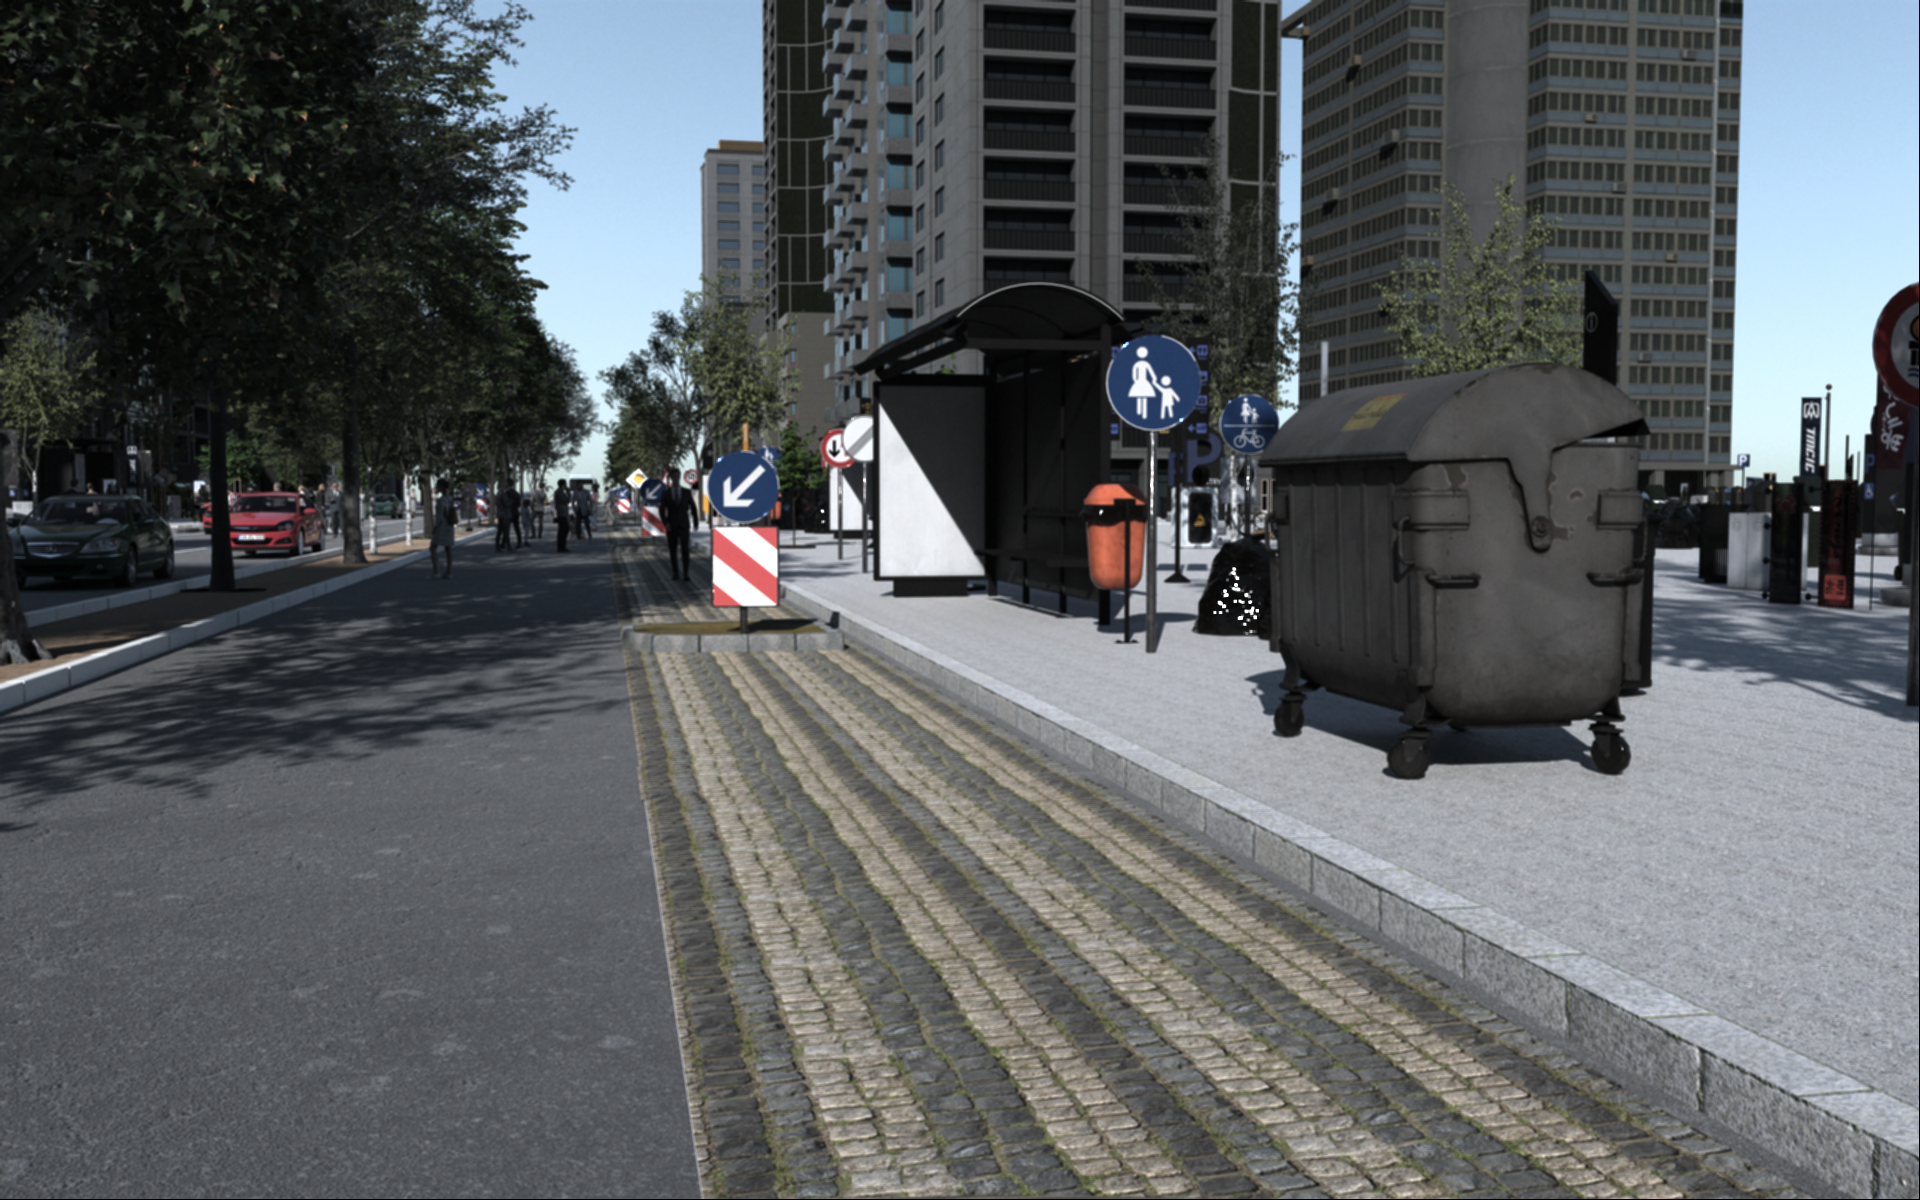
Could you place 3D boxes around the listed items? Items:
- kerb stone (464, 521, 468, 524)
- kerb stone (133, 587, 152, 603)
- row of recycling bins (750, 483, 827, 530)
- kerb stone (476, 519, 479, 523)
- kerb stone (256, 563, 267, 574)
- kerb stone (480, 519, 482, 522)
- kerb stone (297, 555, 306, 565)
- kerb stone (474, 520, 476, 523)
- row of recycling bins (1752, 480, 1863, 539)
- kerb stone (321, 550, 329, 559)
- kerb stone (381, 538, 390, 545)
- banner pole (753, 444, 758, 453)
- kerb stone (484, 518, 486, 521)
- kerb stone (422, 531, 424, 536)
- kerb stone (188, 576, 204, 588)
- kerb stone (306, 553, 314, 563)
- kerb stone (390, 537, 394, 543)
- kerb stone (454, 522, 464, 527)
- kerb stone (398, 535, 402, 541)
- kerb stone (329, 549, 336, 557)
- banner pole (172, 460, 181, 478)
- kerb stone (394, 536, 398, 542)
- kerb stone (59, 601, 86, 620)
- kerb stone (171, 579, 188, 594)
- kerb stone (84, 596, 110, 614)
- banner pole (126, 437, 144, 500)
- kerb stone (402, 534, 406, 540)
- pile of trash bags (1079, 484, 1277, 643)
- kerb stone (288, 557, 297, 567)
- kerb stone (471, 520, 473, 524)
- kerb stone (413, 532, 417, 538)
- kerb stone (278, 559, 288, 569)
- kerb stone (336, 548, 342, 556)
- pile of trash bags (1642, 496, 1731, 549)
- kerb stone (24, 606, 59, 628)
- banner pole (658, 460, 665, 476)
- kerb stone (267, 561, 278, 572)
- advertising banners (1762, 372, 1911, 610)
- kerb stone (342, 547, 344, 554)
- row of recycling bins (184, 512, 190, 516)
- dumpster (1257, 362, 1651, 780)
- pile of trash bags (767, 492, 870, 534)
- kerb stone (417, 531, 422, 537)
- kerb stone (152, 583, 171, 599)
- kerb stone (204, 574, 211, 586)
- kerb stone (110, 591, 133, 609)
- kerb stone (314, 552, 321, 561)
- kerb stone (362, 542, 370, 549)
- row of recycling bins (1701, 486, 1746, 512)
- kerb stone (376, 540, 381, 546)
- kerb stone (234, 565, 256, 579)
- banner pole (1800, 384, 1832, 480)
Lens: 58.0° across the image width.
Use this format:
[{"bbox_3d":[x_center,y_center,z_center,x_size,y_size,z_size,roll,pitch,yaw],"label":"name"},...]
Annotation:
[{"bbox_3d":[-22.292,-3.394,77.690,0.120,0.150,1.000,-1,4,-12],"label":"kerb stone"},{"bbox_3d":[-10.917,-0.045,22.925,0.120,0.150,1.000,-1,4,-12],"label":"kerb stone"},{"bbox_3d":[-5.994,-3.370,62.217,3.534,1.692,1.069,-2,4,-32],"label":"row of recycling bins"},{"bbox_3d":[-23.758,-3.825,84.735,0.120,0.150,1.000,-1,4,-12],"label":"kerb stone"},{"bbox_3d":[-12.584,-0.536,30.956,0.120,0.150,1.000,-1,4,-12],"label":"kerb stone"},{"bbox_3d":[-24.178,-3.948,86.746,0.120,0.150,1.000,-1,4,-12],"label":"kerb stone"},{"bbox_3d":[-13.419,-0.782,34.981,0.120,0.150,1.000,-1,4,-12],"label":"kerb stone"},{"bbox_3d":[-23.346,-3.700,82.722,0.120,0.150,1.000,-1,4,-12],"label":"kerb stone"},{"bbox_3d":[25.087,-2.661,50.626,3.534,1.692,1.069,2,4,25],"label":"row of recycling bins"},{"bbox_3d":[-14.048,-0.963,37.988,0.120,0.150,1.000,-1,4,-12],"label":"kerb stone"},{"bbox_3d":[-16.337,-1.636,49.037,0.120,0.150,1.000,-1,4,-12],"label":"kerb stone"},{"bbox_3d":[-10.168,-5.948,87.265,0.863,3.779,0.401,-3,4,-36],"label":"banner pole"},{"bbox_3d":[-24.804,-4.127,89.760,0.120,0.150,1.000,-1,4,-12],"label":"kerb stone"},{"bbox_3d":[-18.430,-2.250,59.058,0.120,0.150,1.000,-1,4,-12],"label":"kerb stone"},{"bbox_3d":[-11.538,-0.229,25.933,0.120,0.150,1.000,-1,4,-12],"label":"kerb stone"},{"bbox_3d":[-13.628,-0.843,35.986,0.120,0.150,1.000,-1,4,-12],"label":"kerb stone"},{"bbox_3d":[-16.545,-1.703,50.041,0.120,0.150,1.000,-1,4,-12],"label":"kerb stone"},{"bbox_3d":[-21.877,-3.271,75.674,0.120,0.150,1.000,-1,4,-12],"label":"kerb stone"},{"bbox_3d":[-16.967,-1.825,52.042,0.120,0.150,1.000,-1,4,-12],"label":"kerb stone"},{"bbox_3d":[-14.252,-1.027,38.991,0.120,0.150,1.000,-1,4,-12],"label":"kerb stone"},{"bbox_3d":[-58.050,-8.471,128.514,0.401,3.779,0.863,2,4,29],"label":"banner pole"},{"bbox_3d":[-16.753,-1.763,51.042,0.120,0.150,1.000,-1,4,-12],"label":"kerb stone"},{"bbox_3d":[-10.293,0.139,19.917,0.120,0.150,1.000,-1,4,-12],"label":"kerb stone"},{"bbox_3d":[-11.337,-0.167,24.927,0.120,0.150,1.000,-1,4,-12],"label":"kerb stone"},{"bbox_3d":[-10.501,0.078,20.918,0.120,0.150,1.000,-1,4,-12],"label":"kerb stone"},{"bbox_3d":[-35.870,-5.227,75.476,0.863,3.779,0.401,-1,4,-15],"label":"banner pole"},{"bbox_3d":[-17.172,-1.883,53.047,0.120,0.150,1.000,-1,4,-12],"label":"kerb stone"},{"bbox_3d":[2.720,-0.354,15.533,3.447,1.369,1.912,-1,4,-16],"label":"pile of trash bags"},{"bbox_3d":[-13.204,-0.716,33.982,0.120,0.150,1.000,-1,4,-12],"label":"kerb stone"},{"bbox_3d":[-22.921,-3.579,80.712,0.120,0.150,1.000,-1,4,-12],"label":"kerb stone"},{"bbox_3d":[-17.787,-2.071,56.051,0.120,0.150,1.000,-1,4,-12],"label":"kerb stone"},{"bbox_3d":[-13.001,-0.659,32.972,0.120,0.150,1.000,-1,4,-12],"label":"kerb stone"},{"bbox_3d":[-14.463,-1.088,39.991,0.120,0.150,1.000,-1,4,-12],"label":"kerb stone"},{"bbox_3d":[16.558,-1.923,41.193,3.447,1.369,1.912,0,4,1],"label":"pile of trash bags"},{"bbox_3d":[-10.085,0.201,18.915,0.120,0.150,1.000,-1,4,-12],"label":"kerb stone"},{"bbox_3d":[-21.966,-8.369,126.856,0.401,3.779,0.863,-1,4,-18],"label":"banner pole"},{"bbox_3d":[-12.792,-0.595,31.960,0.120,0.150,1.000,-1,4,-12],"label":"kerb stone"},{"bbox_3d":[9.878,-1.426,19.496,0.090,3.025,2.074,-1,4,-18],"label":"advertising banners"},{"bbox_3d":[-14.679,-1.145,40.990,0.120,0.150,1.000,-1,4,-12],"label":"kerb stone"},{"bbox_3d":[-44.255,-5.770,101.455,1.069,1.692,3.534,0,4,7],"label":"row of recycling bins"},{"bbox_3d":[2.376,-0.168,8.510,1.264,1.857,1.865,-1,4,-12],"label":"dumpster"},{"bbox_3d":[-4.680,-2.873,56.732,3.447,1.369,1.912,0,4,-6],"label":"pile of trash bags"},{"bbox_3d":[-18.217,-2.193,58.058,0.120,0.150,1.000,-1,4,-12],"label":"kerb stone"},{"bbox_3d":[-11.117,-0.106,23.928,0.120,0.150,1.000,-1,4,-12],"label":"kerb stone"},{"bbox_3d":[-11.758,-0.290,26.939,0.120,0.150,1.000,-1,4,-12],"label":"kerb stone"},{"bbox_3d":[-10.700,0.020,21.921,0.120,0.150,1.000,-1,4,-12],"label":"kerb stone"},{"bbox_3d":[-13.847,-0.899,36.986,0.120,0.150,1.000,-1,4,-12],"label":"kerb stone"},{"bbox_3d":[-15.718,-1.457,46.014,0.120,0.150,1.000,-1,4,-12],"label":"kerb stone"},{"bbox_3d":[40.277,-5.107,90.604,3.534,1.692,1.069,-1,4,-18],"label":"row of recycling bins"},{"bbox_3d":[-15.927,-1.516,47.018,0.120,0.150,1.000,-1,4,-12],"label":"kerb stone"},{"bbox_3d":[-12.371,-0.472,29.946,0.120,0.150,1.000,-1,4,-12],"label":"kerb stone"},{"bbox_3d":[19.557,-3.029,39.539,0.863,3.779,0.401,0,4,-3],"label":"banner pole"}]
